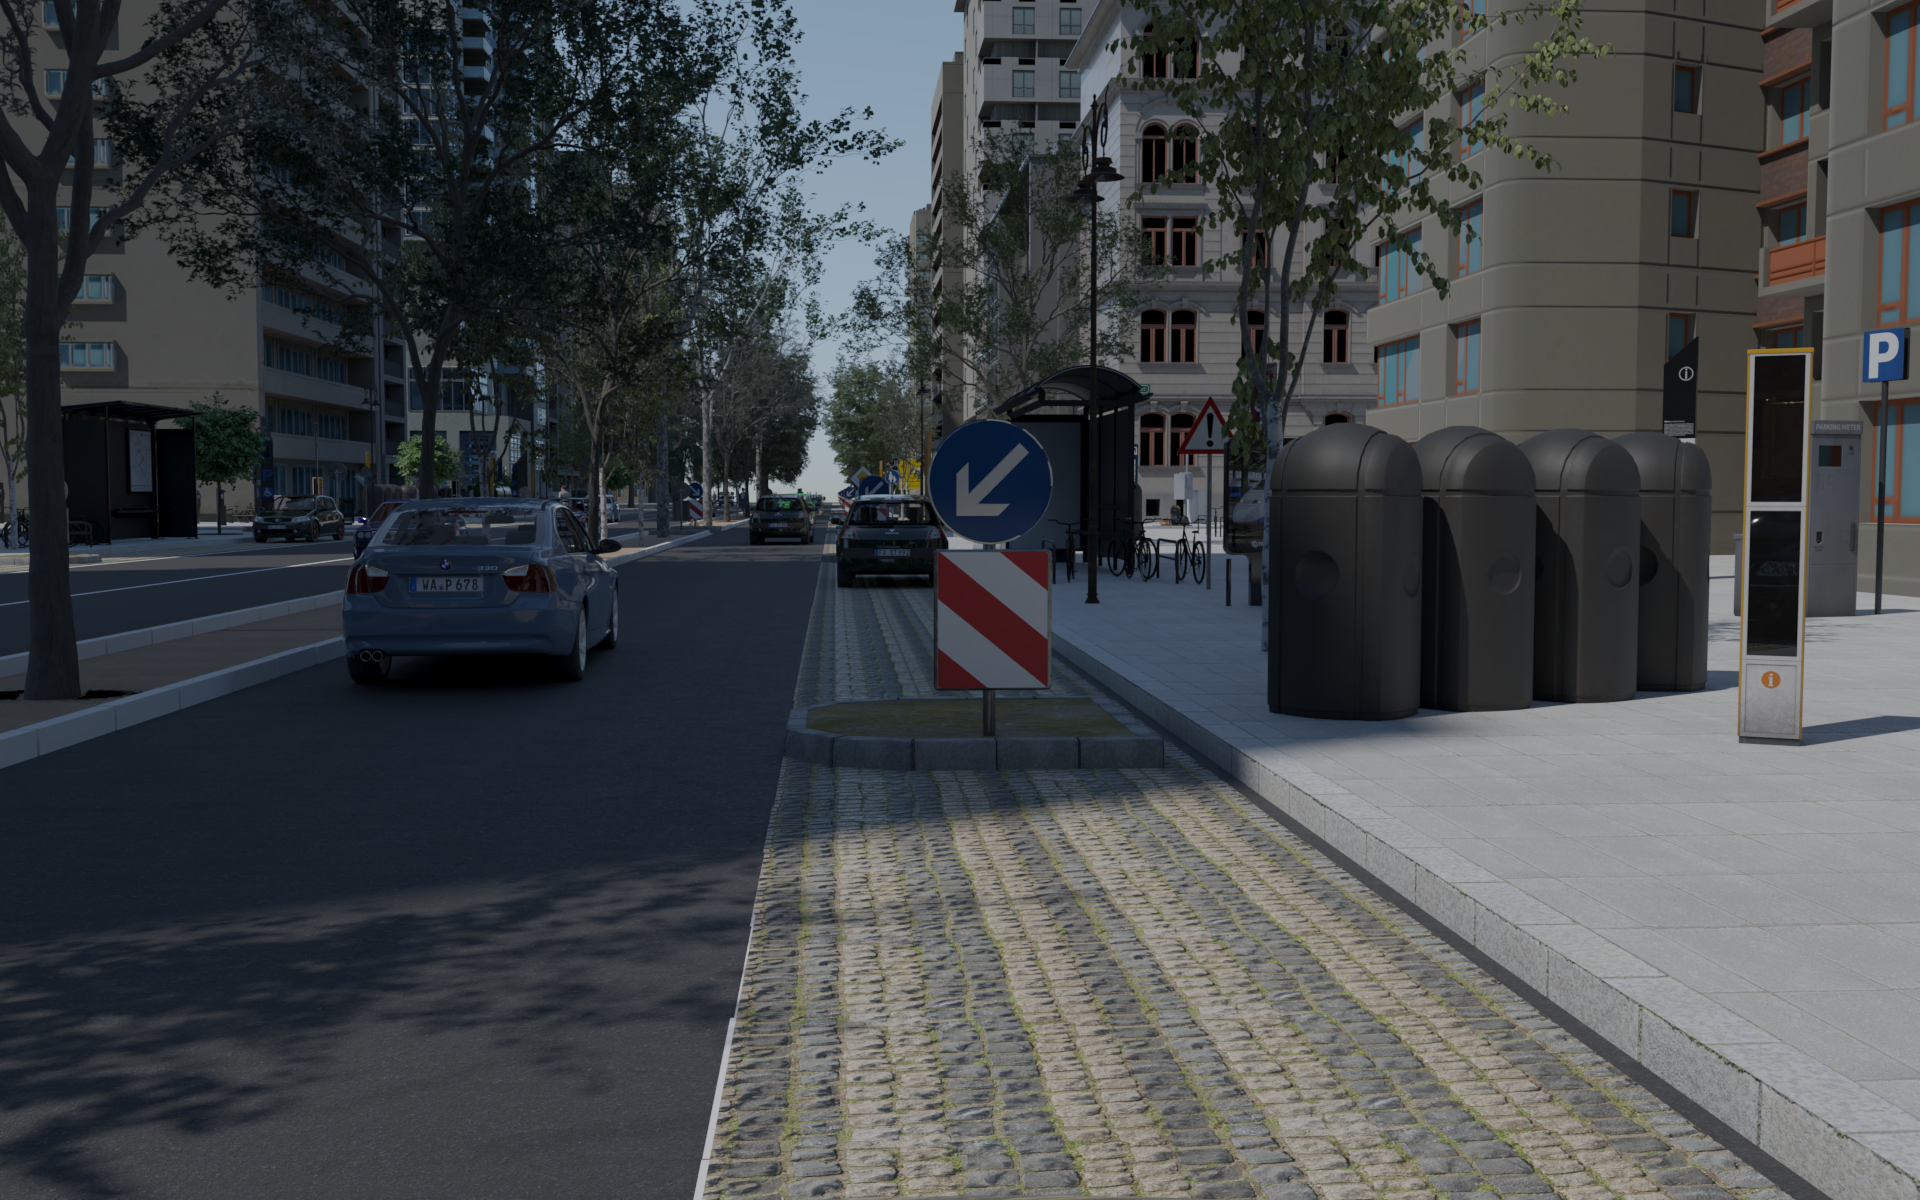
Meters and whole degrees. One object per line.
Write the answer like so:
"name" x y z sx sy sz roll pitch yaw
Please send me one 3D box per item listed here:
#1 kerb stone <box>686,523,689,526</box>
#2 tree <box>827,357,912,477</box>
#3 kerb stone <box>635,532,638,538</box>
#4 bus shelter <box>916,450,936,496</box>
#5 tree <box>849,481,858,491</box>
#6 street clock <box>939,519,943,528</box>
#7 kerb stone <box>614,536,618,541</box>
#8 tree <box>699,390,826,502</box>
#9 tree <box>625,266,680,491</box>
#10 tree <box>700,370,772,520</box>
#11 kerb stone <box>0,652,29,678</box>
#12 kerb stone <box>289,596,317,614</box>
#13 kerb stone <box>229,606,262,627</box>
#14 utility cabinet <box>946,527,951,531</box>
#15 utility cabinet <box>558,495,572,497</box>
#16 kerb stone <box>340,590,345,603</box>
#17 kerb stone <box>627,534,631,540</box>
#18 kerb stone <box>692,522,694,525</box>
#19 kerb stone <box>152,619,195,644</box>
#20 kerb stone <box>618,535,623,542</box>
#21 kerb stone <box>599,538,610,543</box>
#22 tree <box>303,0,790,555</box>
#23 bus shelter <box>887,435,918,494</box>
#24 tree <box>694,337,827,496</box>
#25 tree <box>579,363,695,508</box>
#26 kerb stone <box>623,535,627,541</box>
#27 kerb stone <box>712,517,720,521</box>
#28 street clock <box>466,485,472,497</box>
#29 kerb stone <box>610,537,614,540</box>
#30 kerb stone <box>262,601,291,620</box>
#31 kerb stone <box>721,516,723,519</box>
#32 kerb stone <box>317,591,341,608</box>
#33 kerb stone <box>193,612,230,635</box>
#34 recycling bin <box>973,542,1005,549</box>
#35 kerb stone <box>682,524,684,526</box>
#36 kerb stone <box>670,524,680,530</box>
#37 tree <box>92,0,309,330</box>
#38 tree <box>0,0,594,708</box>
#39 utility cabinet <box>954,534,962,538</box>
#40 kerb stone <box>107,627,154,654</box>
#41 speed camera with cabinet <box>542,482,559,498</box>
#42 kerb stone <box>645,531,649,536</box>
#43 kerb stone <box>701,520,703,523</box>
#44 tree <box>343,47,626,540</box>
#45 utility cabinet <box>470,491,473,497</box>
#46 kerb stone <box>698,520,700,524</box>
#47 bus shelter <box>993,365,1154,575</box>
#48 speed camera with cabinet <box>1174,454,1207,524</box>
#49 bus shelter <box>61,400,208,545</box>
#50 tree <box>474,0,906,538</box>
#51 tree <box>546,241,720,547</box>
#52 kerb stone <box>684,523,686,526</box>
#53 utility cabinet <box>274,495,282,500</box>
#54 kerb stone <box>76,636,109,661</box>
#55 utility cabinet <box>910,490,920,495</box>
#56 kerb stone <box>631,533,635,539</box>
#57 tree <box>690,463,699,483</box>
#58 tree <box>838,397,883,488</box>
"kerb stone" -11.933 -3.211 74.775 0.120 0.150 1.000 0 4 -4
"tree" -8.205 -15.498 160.051 9.857 13.997 8.962 0 3 0
"kerb stone" -10.561 -2.052 55.798 0.120 0.150 1.000 0 4 -4
"bus shelter" -0.934 -5.241 79.620 2.014 3.302 5.546 0 4 -4
"tree" -12.355 -14.014 212.839 4.285 4.588 4.351 0 3 0
"street clock" -0.587 -3.082 54.962 0.358 2.002 0.471 2 4 28
"kerb stone" -10.191 -1.740 50.680 0.120 0.150 1.000 0 4 -4
"tree" -15.556 -13.428 139.014 9.611 12.733 9.660 0 3 0
"tree" -8.632 -5.436 41.699 4.360 8.622 3.978 0 3 0
"tree" -12.370 -8.758 96.020 4.360 8.622 3.978 0 3 0
"kerb stone" -7.519 0.514 13.832 0.120 0.150 1.000 0 4 -4
"kerb stone" -8.034 0.073 20.995 0.120 0.150 1.000 0 4 -4
"kerb stone" -7.891 0.199 18.948 0.120 0.150 1.000 0 4 -4
"utility cabinet" -0.128 -3.098 59.336 1.173 1.500 0.318 -2 4 -30
"utility cabinet" -26.615 -6.451 116.634 1.020 1.237 0.306 2 4 32
"kerb stone" -8.187 -0.052 23.051 0.120 0.150 1.000 0 4 -4
"kerb stone" -10.415 -1.930 53.750 0.120 0.150 1.000 0 4 -4
"kerb stone" -12.153 -3.403 77.846 0.120 0.150 1.000 0 4 -4
"kerb stone" -7.742 0.325 16.902 0.120 0.150 1.000 0 4 -4
"kerb stone" -10.262 -1.805 51.709 0.120 0.150 1.000 0 4 -4
"kerb stone" -10.036 -1.617 48.634 0.120 0.150 1.000 0 4 -4
"tree" -7.700 -6.040 35.622 8.767 10.594 7.601 0 4 -4
"bus shelter" -3.721 -8.338 113.951 2.179 5.291 8.768 0 4 -4
"tree" -14.598 -13.415 128.447 9.857 13.997 8.962 0 3 0
"tree" -30.440 -15.466 159.526 9.857 13.997 8.962 0 3 0
"kerb stone" -10.339 -1.867 52.729 0.120 0.150 1.000 0 4 -4
"kerb stone" -13.414 -4.466 95.207 0.120 0.150 1.000 0 4 -4
"street clock" -40.279 -8.415 142.161 0.471 2.002 0.358 -2 4 -25
"kerb stone" -10.115 -1.676 49.660 0.120 0.150 1.000 0 4 -4
"kerb stone" -7.964 0.138 19.968 0.120 0.150 1.000 0 4 -4
"kerb stone" -13.567 -4.590 97.255 0.120 0.150 1.000 0 4 -4
"kerb stone" -8.105 0.016 22.020 0.120 0.150 1.000 0 4 -4
"kerb stone" -7.814 0.261 17.926 0.120 0.150 1.000 0 4 -4
"recycling bin" 0.748 -1.652 39.566 0.722 1.027 0.722 2 4 24
"kerb stone" -11.789 -3.088 72.728 0.120 0.150 1.000 0 4 -4
"kerb stone" -11.638 -2.966 70.683 0.120 0.150 1.000 0 4 -4
"tree" -7.035 -5.216 22.159 8.767 10.594 7.601 0 4 -4
"tree" -6.396 -6.057 11.866 12.009 13.543 11.850 0 3 0
"utility cabinet" 0.169 -2.423 50.778 0.306 1.237 1.020 -2 4 -29
"kerb stone" -7.672 0.387 15.882 0.120 0.150 1.000 0 4 -4
"speed camera with cabinet" -31.531 -8.542 134.002 0.660 3.252 2.038 1 4 23
"kerb stone" -10.770 -2.243 58.869 0.120 0.150 1.000 0 4 -4
"kerb stone" -12.676 -3.837 84.995 0.120 0.150 1.000 0 4 -4
"tree" -7.815 -4.613 28.247 4.360 8.622 3.978 0 3 0
"utility cabinet" -30.723 -6.238 110.670 1.173 1.500 0.318 1 4 11
"kerb stone" -12.376 -3.587 80.908 0.120 0.150 1.000 0 4 -4
"bus shelter" 1.824 -2.201 29.904 2.014 3.302 5.546 0 4 -4
"speed camera with cabinet" 9.982 -4.912 74.649 0.660 3.252 2.038 3 4 39
"bus shelter" -22.074 -3.371 46.391 1.731 3.624 6.357 0 4 -4
"tree" -8.459 -12.056 55.454 12.611 20.169 13.585 0 3 0
"tree" -8.711 -5.761 47.008 4.737 8.622 4.395 0 3 0
"kerb stone" -11.859 -3.147 73.755 0.120 0.150 1.000 0 4 -4
"utility cabinet" -31.145 -4.159 79.163 1.020 1.237 0.306 -2 4 -29
"kerb stone" -7.597 0.449 14.856 0.120 0.150 1.000 0 4 -4
"utility cabinet" -2.359 -5.005 90.512 0.318 1.500 1.173 -1 4 -16
"kerb stone" -10.486 -1.993 54.775 0.120 0.150 1.000 0 4 -4
"tree" -41.334 -23.558 302.185 9.611 12.733 9.660 0 3 0
"tree" -10.630 -17.395 202.536 7.486 12.596 7.792 0 3 0
